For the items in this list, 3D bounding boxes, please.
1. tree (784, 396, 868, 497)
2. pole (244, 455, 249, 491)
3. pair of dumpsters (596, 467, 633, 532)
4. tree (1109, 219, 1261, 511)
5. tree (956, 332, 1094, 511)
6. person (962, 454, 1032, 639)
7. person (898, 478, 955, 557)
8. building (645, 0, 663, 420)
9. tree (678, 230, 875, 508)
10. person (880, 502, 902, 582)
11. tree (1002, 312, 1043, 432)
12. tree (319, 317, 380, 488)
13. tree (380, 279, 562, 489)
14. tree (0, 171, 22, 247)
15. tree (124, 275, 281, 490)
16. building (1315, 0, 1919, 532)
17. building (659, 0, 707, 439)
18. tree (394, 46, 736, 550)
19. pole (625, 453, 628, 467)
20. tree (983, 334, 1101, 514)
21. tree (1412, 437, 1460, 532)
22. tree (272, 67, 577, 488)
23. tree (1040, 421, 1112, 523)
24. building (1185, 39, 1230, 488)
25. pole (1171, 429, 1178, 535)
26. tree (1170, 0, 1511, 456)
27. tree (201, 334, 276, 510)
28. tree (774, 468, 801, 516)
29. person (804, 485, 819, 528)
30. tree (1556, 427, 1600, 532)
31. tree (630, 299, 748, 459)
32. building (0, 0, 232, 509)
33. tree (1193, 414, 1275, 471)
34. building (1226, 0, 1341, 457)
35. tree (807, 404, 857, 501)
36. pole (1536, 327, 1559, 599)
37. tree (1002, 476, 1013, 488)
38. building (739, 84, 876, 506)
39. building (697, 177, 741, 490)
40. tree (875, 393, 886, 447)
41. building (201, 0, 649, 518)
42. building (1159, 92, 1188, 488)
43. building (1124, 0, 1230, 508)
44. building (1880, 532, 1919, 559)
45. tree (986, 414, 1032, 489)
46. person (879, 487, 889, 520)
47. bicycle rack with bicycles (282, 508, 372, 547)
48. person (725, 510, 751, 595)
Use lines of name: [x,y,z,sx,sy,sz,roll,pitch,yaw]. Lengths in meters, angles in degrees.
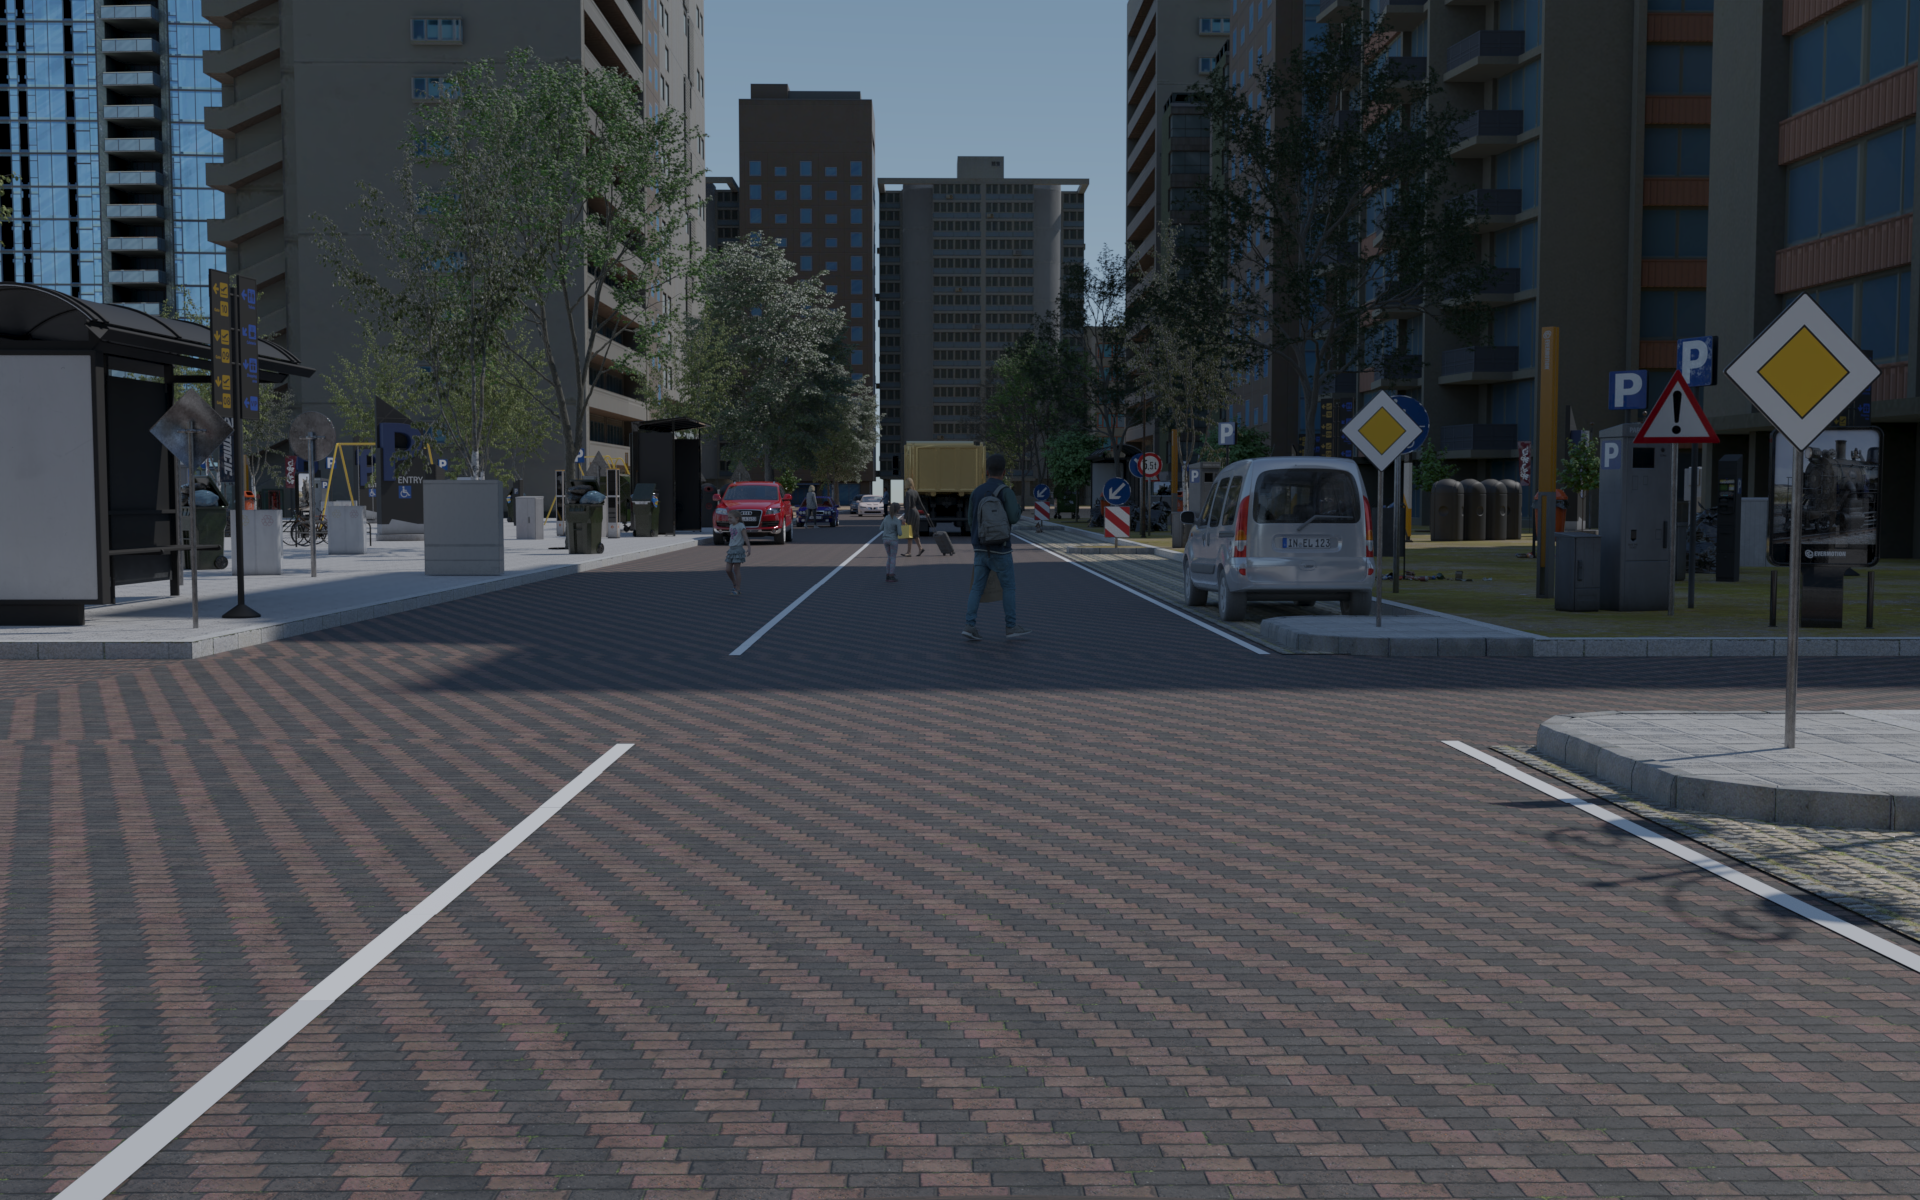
tree: [-11.524,-13.066,148.046,7.601,10.594,8.767,-1,4,-23]
pole: [-36.956,-5.864,89.713,0.158,3.312,0.155,0,3,0]
pair of dumpsters: [-11.772,-3.520,60.052,1.574,2.255,4.437,0,4,-1]
tree: [6.038,-5.857,46.126,4.360,8.622,3.978,0,3,0]
tree: [4.838,-13.418,129.757,12.009,13.543,11.850,0,3,0]
person: [0.306,-0.521,17.002,0.713,1.824,0.794,-3,4,-36]
person: [-0.790,-1.902,39.816,1.509,1.804,0.699,-2,4,-29]
building: [-28.607,-28.698,119.317,14.600,45.320,14.200,0,4,-1]
tree: [-9.168,-10.833,83.773,9.857,13.997,8.962,0,3,0]
person: [-1.112,-0.954,28.373,0.425,1.301,0.394,1,4,21]
tree: [5.901,-7.899,63.566,8.767,10.594,7.601,0,4,-4]
tree: [-23.436,-7.332,70.235,4.737,8.622,4.395,0,3,0]
tree: [-15.736,-6.527,57.080,4.737,8.622,4.395,0,3,0]
tree: [-16.233,-4.559,24.901,4.737,8.622,4.395,0,3,0]
tree: [-25.181,-6.629,58.747,4.737,8.622,4.395,0,3,0]
building: [28.163,-25.851,77.294,22.147,44.769,28.867,0,4,-1]
building: [-35.538,-33.806,141.962,27.495,52.752,28.713,0,4,-1]
tree: [-9.000,-6.986,39.975,9.928,11.665,9.643,0,3,0]
pole: [-16.364,-5.581,85.091,0.158,3.312,0.155,0,3,0]
tree: [5.205,-11.265,109.937,9.928,11.665,9.643,0,3,0]
tree: [15.802,-3.913,58.573,1.663,3.219,1.824,0,3,0]
tree: [-8.581,-4.851,29.680,4.360,8.622,3.978,0,3,0]
tree: [5.195,-5.767,77.999,4.285,4.588,4.351,0,3,0]
building: [23.219,-20.947,114.189,14.160,30.474,14.107,0,4,-1]
pole: [6.762,-3.716,54.598,0.158,3.312,0.155,0,3,0]
tree: [6.743,-5.970,32.017,7.601,10.594,8.767,-1,4,-19]
tree: [-30.082,-7.534,73.542,4.360,8.622,3.978,0,3,0]
tree: [-10.323,-6.640,103.160,1.663,3.219,1.824,0,3,0]
person: [-6.281,-3.909,72.587,0.728,1.800,0.709,-3,5,-44]
tree: [17.913,-3.397,50.142,1.663,3.219,1.824,0,3,0]
tree: [-10.060,-6.979,64.467,4.737,8.622,4.395,0,3,0]
building: [-65.866,-50.751,142.444,31.000,86.520,22.319,0,4,-1]
tree: [11.275,-5.361,71.358,4.285,4.588,4.351,0,3,0]
building: [23.567,-27.492,99.613,14.600,45.320,14.200,0,4,-1]
tree: [-10.300,-11.407,136.864,4.737,8.622,4.395,0,3,0]
pole: [7.209,-1.676,21.241,0.158,3.312,0.155,0,3,0]
tree: [4.213,-10.508,166.403,1.663,3.219,1.824,0,3,0]
building: [-16.608,-33.182,192.640,14.200,45.320,14.600,0,4,-1]
building: [-36.435,-31.125,200.770,23.993,40.220,32.217,0,4,-1]
tree: [-11.308,-15.404,158.512,9.857,13.997,8.962,0,3,0]
building: [-30.739,-29.210,101.278,21.300,48.544,21.600,0,4,-1]
building: [21.560,-21.807,128.242,14.160,30.474,14.107,0,4,-1]
building: [25.767,-31.935,145.840,21.300,48.544,21.600,0,4,-1]
building: [31.284,-23.380,36.886,28.867,44.769,22.147,0,4,-1]
tree: [4.203,-12.394,153.011,4.737,8.622,4.395,0,3,0]
person: [-4.122,-5.320,95.467,0.705,1.826,1.348,1,4,16]
bicycle rack with bicycles: [-15.962,-1.808,42.946,2.925,0.926,2.852,-2,4,-33]
person: [-3.121,-0.681,24.655,0.505,1.210,0.382,3,5,40]
